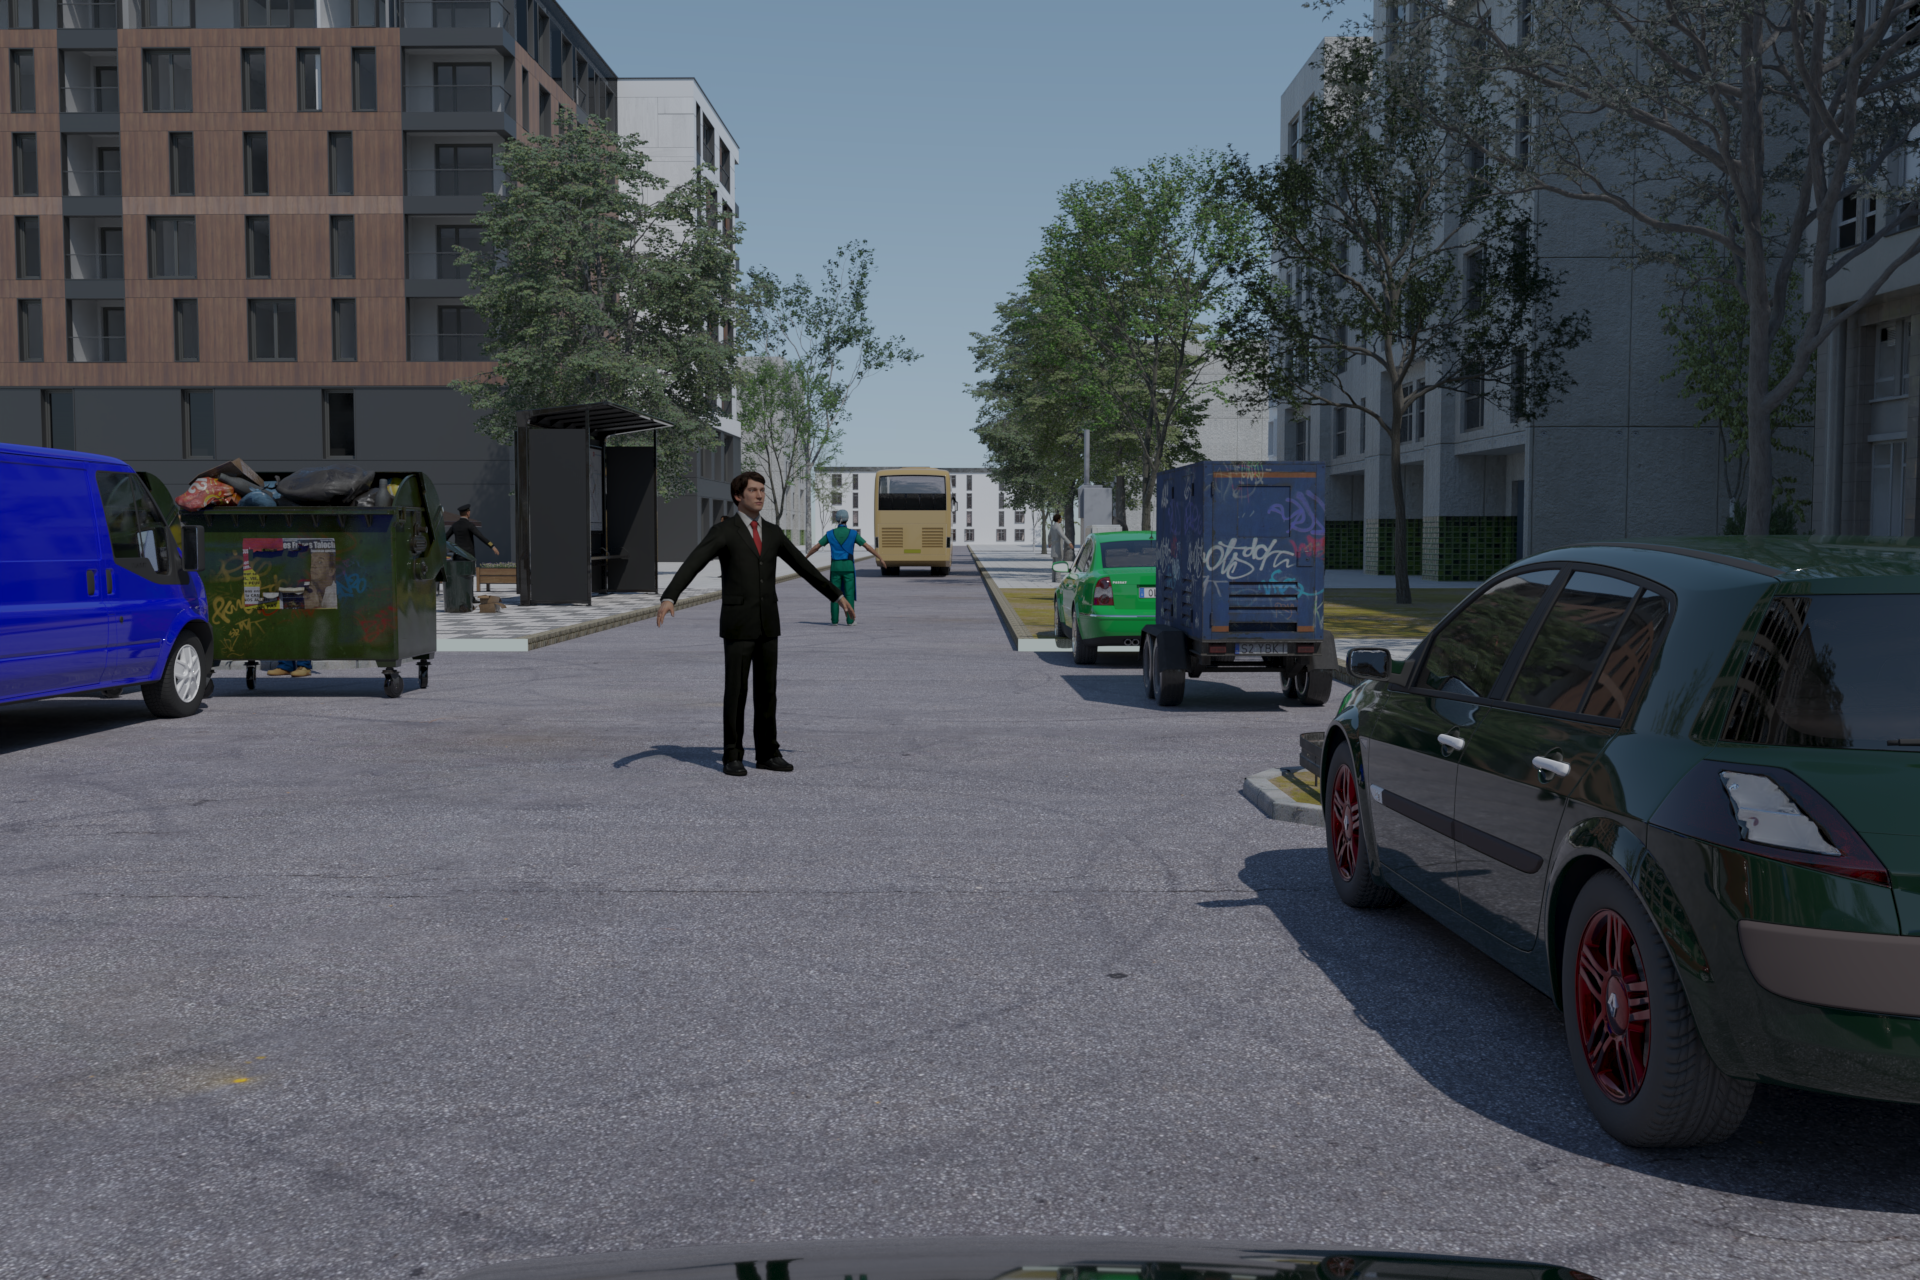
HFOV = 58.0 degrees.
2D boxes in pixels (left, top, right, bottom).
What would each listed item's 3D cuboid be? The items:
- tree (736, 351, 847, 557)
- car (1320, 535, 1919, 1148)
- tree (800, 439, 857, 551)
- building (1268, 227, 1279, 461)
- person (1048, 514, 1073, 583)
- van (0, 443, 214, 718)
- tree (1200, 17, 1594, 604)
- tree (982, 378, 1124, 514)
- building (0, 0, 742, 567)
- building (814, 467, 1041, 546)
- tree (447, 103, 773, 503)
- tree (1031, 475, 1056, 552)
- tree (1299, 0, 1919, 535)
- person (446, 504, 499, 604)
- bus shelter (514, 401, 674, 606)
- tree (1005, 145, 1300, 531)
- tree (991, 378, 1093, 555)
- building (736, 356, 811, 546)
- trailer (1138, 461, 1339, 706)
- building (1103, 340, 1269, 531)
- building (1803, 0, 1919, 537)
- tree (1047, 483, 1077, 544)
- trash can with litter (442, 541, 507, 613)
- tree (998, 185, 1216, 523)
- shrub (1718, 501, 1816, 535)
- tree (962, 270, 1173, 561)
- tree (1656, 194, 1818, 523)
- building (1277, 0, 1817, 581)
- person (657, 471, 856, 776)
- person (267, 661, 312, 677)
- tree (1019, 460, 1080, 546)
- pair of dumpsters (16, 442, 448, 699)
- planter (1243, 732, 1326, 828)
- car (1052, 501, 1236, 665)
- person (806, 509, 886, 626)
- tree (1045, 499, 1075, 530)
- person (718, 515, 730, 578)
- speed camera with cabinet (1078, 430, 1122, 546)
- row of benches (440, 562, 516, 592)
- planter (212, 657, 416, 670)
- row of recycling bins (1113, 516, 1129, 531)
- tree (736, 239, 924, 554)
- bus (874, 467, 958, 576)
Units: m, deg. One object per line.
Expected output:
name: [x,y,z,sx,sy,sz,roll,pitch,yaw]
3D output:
tree: [-10.177,-10.494,97.331,9.928,11.665,9.643,0,3,0]
car: [2.343,0.265,5.456,2.009,1.686,4.222,0,4,-1]
tree: [-10.266,-10.862,127.957,4.360,8.622,3.978,0,3,0]
building: [23.344,-14.957,100.969,16.016,20.090,11.380,0,4,1]
person: [2.599,-2.422,45.787,0.705,1.806,1.347,-2,4,-23]
van: [-6.958,-0.452,11.780,2.240,2.365,5.245,0,4,0]
tree: [7.881,-5.956,31.801,7.601,10.594,8.767,1,4,18]
tree: [4.971,-9.579,91.028,8.767,10.594,7.601,1,4,16]
building: [-25.836,-14.187,75.928,27.936,21.610,32.646,0,4,1]
building: [-3.804,-16.597,215.966,28.070,9.664,9.099,0,4,0]
tree: [-10.449,-8.872,51.705,9.857,13.997,8.962,0,3,0]
tree: [5.452,-10.537,122.639,4.737,8.622,4.395,0,3,0]
tree: [8.453,-6.569,17.773,12.009,13.543,11.850,0,3,0]
person: [-9.105,-1.590,31.931,1.347,1.837,0.705,2,4,24]
bus shelter: [-7.003,-2.599,33.784,1.731,3.624,6.357,0,4,1]
tree: [5.171,-7.374,46.324,9.928,11.665,9.643,0,3,0]
tree: [5.430,-11.209,109.024,9.928,11.665,9.643,0,3,0]
building: [-25.932,-19.681,188.247,16.747,18.905,31.486,0,3,0]
trailer: [2.323,-0.515,15.463,1.471,1.999,3.904,0,4,-1]
building: [22.318,-18.333,166.203,16.747,18.905,31.486,0,4,0]
building: [25.513,-12.561,12.977,19.016,26.051,41.698,0,4,0]
tree: [12.558,-16.105,213.678,4.737,8.622,4.395,0,3,0]
trash can with litter: [-7.969,-1.038,28.352,1.055,1.170,0.624,0,4,0]
tree: [4.945,-8.487,56.897,7.486,12.596,7.792,0,3,0]
shrub: [13.929,-1.570,30.092,1.690,2.028,1.600,0,3,0]
tree: [5.034,-10.665,81.023,9.857,13.997,8.962,0,3,0]
tree: [16.588,-5.279,36.680,4.737,8.622,4.395,0,3,0]
building: [21.302,-11.512,54.673,16.747,18.905,31.486,0,3,0]
person: [-1.244,-0.108,10.405,1.347,1.806,0.705,-3,4,-37]
person: [-6.758,-0.553,17.464,1.349,1.833,0.705,2,4,26]
tree: [5.385,-9.179,100.439,4.737,8.622,4.395,0,3,0]
pair of dumpsters: [-6.980,-0.643,15.465,4.436,2.255,1.574,0,4,0]
planter: [2.557,0.732,9.175,1.991,0.319,1.994,0,4,-1]
car: [2.106,-0.710,20.408,1.959,1.807,4.718,0,4,-1]
person: [-1.830,-1.130,27.057,1.347,1.817,0.704,0,4,3]
tree: [13.295,-16.407,218.613,4.360,8.622,3.978,0,3,0]
person: [-6.882,-2.720,50.608,0.704,1.843,1.345,-2,4,-35]
speed camera with cabinet: [2.613,-2.316,32.204,0.660,3.252,2.038,0,4,-2]
row of benches: [-10.204,-1.408,38.487,4.104,0.672,1.422,0,4,7]
planter: [-7.159,0.114,19.270,1.991,0.319,1.994,0,4,1]
row of recycling bins: [3.262,-2.000,39.816,1.069,1.692,3.534,0,4,1]
tree: [-8.259,-15.546,110.060,12.611,20.169,13.585,0,3,0]
bus: [-1.543,-4.353,62.714,2.896,3.916,12.252,0,4,0]
